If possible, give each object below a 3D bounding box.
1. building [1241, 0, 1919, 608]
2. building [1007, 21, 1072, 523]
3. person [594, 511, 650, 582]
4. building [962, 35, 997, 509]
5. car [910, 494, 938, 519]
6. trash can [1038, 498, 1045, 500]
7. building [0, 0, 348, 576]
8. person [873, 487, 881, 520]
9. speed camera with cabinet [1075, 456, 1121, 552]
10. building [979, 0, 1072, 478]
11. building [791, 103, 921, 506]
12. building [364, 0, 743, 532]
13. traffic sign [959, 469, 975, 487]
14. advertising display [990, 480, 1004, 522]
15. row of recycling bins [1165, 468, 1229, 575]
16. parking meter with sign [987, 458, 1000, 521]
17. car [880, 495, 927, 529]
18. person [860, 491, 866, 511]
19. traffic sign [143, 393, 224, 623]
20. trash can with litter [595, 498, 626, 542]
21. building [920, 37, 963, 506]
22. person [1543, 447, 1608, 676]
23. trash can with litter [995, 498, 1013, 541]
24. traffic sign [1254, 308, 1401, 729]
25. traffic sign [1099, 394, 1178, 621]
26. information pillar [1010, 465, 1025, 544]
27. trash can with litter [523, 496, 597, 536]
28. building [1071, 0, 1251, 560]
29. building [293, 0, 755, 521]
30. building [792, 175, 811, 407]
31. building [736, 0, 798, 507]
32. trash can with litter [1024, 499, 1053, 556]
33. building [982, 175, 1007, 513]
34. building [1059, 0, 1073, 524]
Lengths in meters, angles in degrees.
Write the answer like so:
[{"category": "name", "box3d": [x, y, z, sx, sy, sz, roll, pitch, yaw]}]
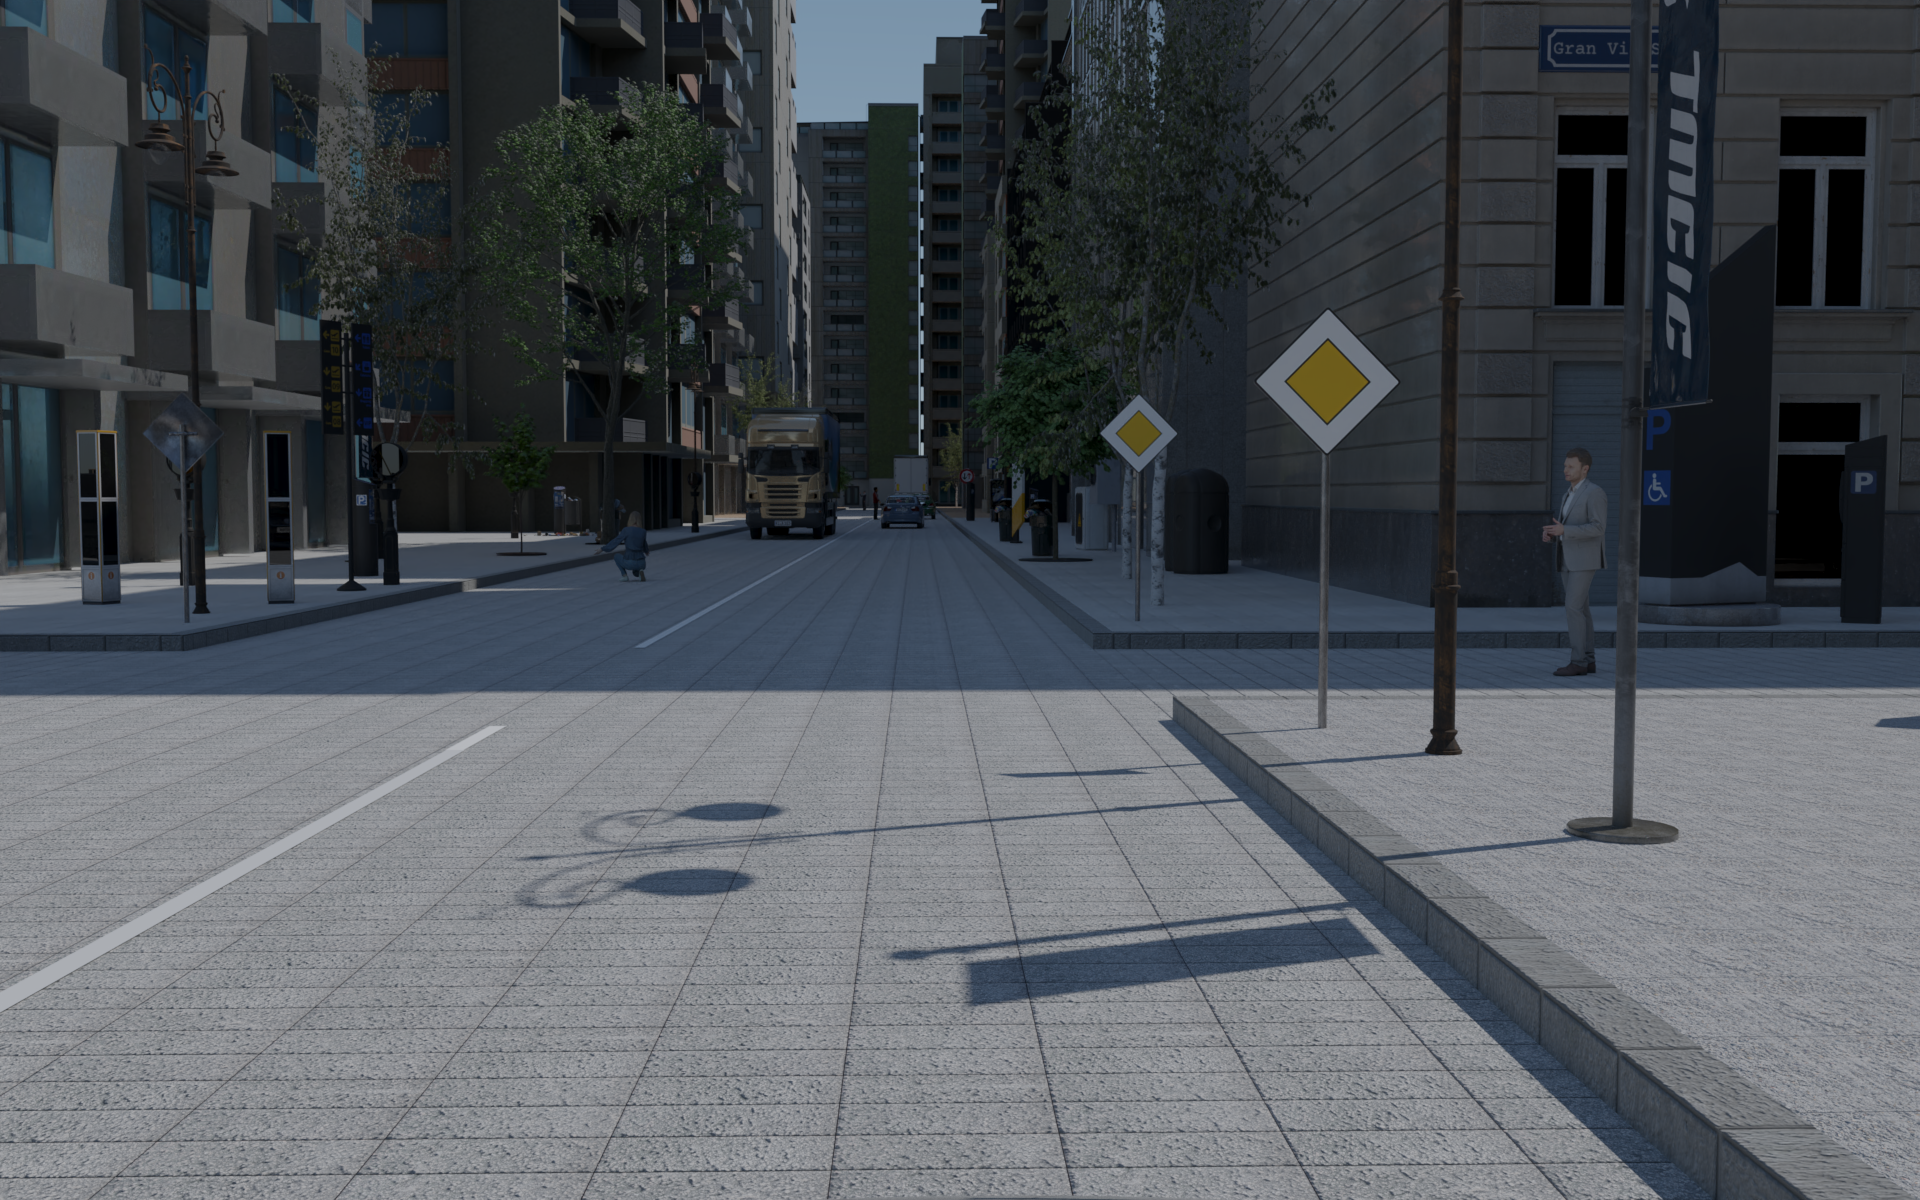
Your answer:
[{"category": "building", "box3d": [17.277, -13.905, 24.617, 25.104, 27.353, 12.463, 0, 4, -1]}, {"category": "building", "box3d": [8.845, -15.611, 84.922, 12.332, 23.373, 15.834, 0, 4, -1]}, {"category": "person", "box3d": [-5.491, -0.883, 28.428, 1.012, 1.151, 0.738, -2, 4, -26]}, {"category": "building", "box3d": [7.130, -29.058, 158.688, 14.154, 41.232, 14.086, 0, 4, -1]}, {"category": "car", "box3d": [-2.306, -5.364, 99.503, 2.131, 1.459, 4.920, 0, 4, -1]}, {"category": "trash can", "box3d": [3.140, -3.622, 70.878, 0.748, 1.137, 0.748, 0, 3, 0]}, {"category": "building", "box3d": [-25.069, -25.238, 32.243, 23.786, 49.044, 30.456, 0, 4, -1]}, {"category": "person", "box3d": [-4.651, -5.375, 96.342, 0.705, 1.831, 1.348, -1, 4, -15]}, {"category": "speed camera with cabinet", "box3d": [3.110, -2.748, 39.261, 0.660, 3.252, 2.038, -1, 4, -10]}, {"category": "building", "box3d": [12.784, -29.499, 136.934, 22.147, 44.769, 28.867, 0, 4, -1]}, {"category": "building", "box3d": [-11.236, -30.639, 184.545, 14.086, 41.232, 14.154, 0, 4, -1]}, {"category": "building", "box3d": [-20.747, -25.410, 70.081, 22.147, 44.769, 28.867, 0, 4, -1]}, {"category": "traffic sign", "box3d": [0.349, -5.287, 86.548, 0.768, 2.556, 0.104, 0, 4, 5]}, {"category": "advertising display", "box3d": [1.718, -4.495, 78.701, 0.123, 1.923, 0.974, 3, 5, 40]}, {"category": "row of recycling bins", "box3d": [3.940, -1.355, 29.265, 1.069, 1.692, 3.534, 0, 4, 4]}, {"category": "parking meter with sign", "box3d": [1.632, -5.249, 82.083, 0.543, 3.016, 1.738, 0, 4, -5]}, {"category": "car", "box3d": [-2.410, -3.744, 73.221, 2.014, 1.417, 4.499, 0, 4, 0]}, {"category": "person", "box3d": [-8.439, -8.618, 150.214, 0.742, 1.727, 0.445, 1, 4, 23]}, {"category": "traffic sign", "box3d": [-7.703, -0.829, 17.204, 0.795, 2.450, 0.064, 0, 4, -1]}, {"category": "trash can with litter", "box3d": [-9.235, -2.094, 45.626, 0.624, 1.170, 1.055, 0, 4, 5]}, {"category": "building", "box3d": [6.517, -34.530, 188.267, 21.600, 48.544, 21.300, 0, 4, -1]}, {"category": "person", "box3d": [4.841, -0.311, 13.788, 0.583, 1.804, 0.606, -1, 4, -11]}, {"category": "trash can with litter", "box3d": [1.245, -2.175, 46.953, 0.624, 1.170, 1.055, 0, 4, 1]}, {"category": "traffic sign", "box3d": [1.983, -0.354, 9.431, 0.795, 2.450, 0.064, 0, 4, -1]}, {"category": "traffic sign", "box3d": [1.789, -0.842, 17.414, 0.795, 2.450, 0.064, 0, 4, -1]}, {"category": "information pillar", "box3d": [1.506, -3.275, 44.905, 0.183, 3.616, 0.504, -2, 4, -31]}, {"category": "trash can with litter", "box3d": [-12.264, -2.578, 53.202, 2.233, 1.210, 1.678, 0, 4, 1]}, {"category": "building", "box3d": [9.650, -13.748, 42.809, 12.078, 24.808, 19.932, 0, 4, -1]}, {"category": "building", "box3d": [-24.639, -29.775, 106.437, 23.786, 49.044, 30.456, 0, 4, -1]}, {"category": "building", "box3d": [-20.830, -23.685, 158.958, 14.107, 30.474, 14.160, 0, 4, -1]}, {"category": "building", "box3d": [-26.952, -33.430, 135.819, 28.713, 52.752, 27.495, 0, 4, -1]}, {"category": "trash can with litter", "box3d": [1.702, -1.506, 36.010, 0.624, 1.170, 1.055, 1, 4, 10]}, {"category": "building", "box3d": [15.742, -16.135, 108.838, 27.650, 21.520, 28.899, 0, 4, -1]}, {"category": "building", "box3d": [11.197, -16.951, 64.546, 14.401, 28.519, 23.554, 0, 4, -1]}]
